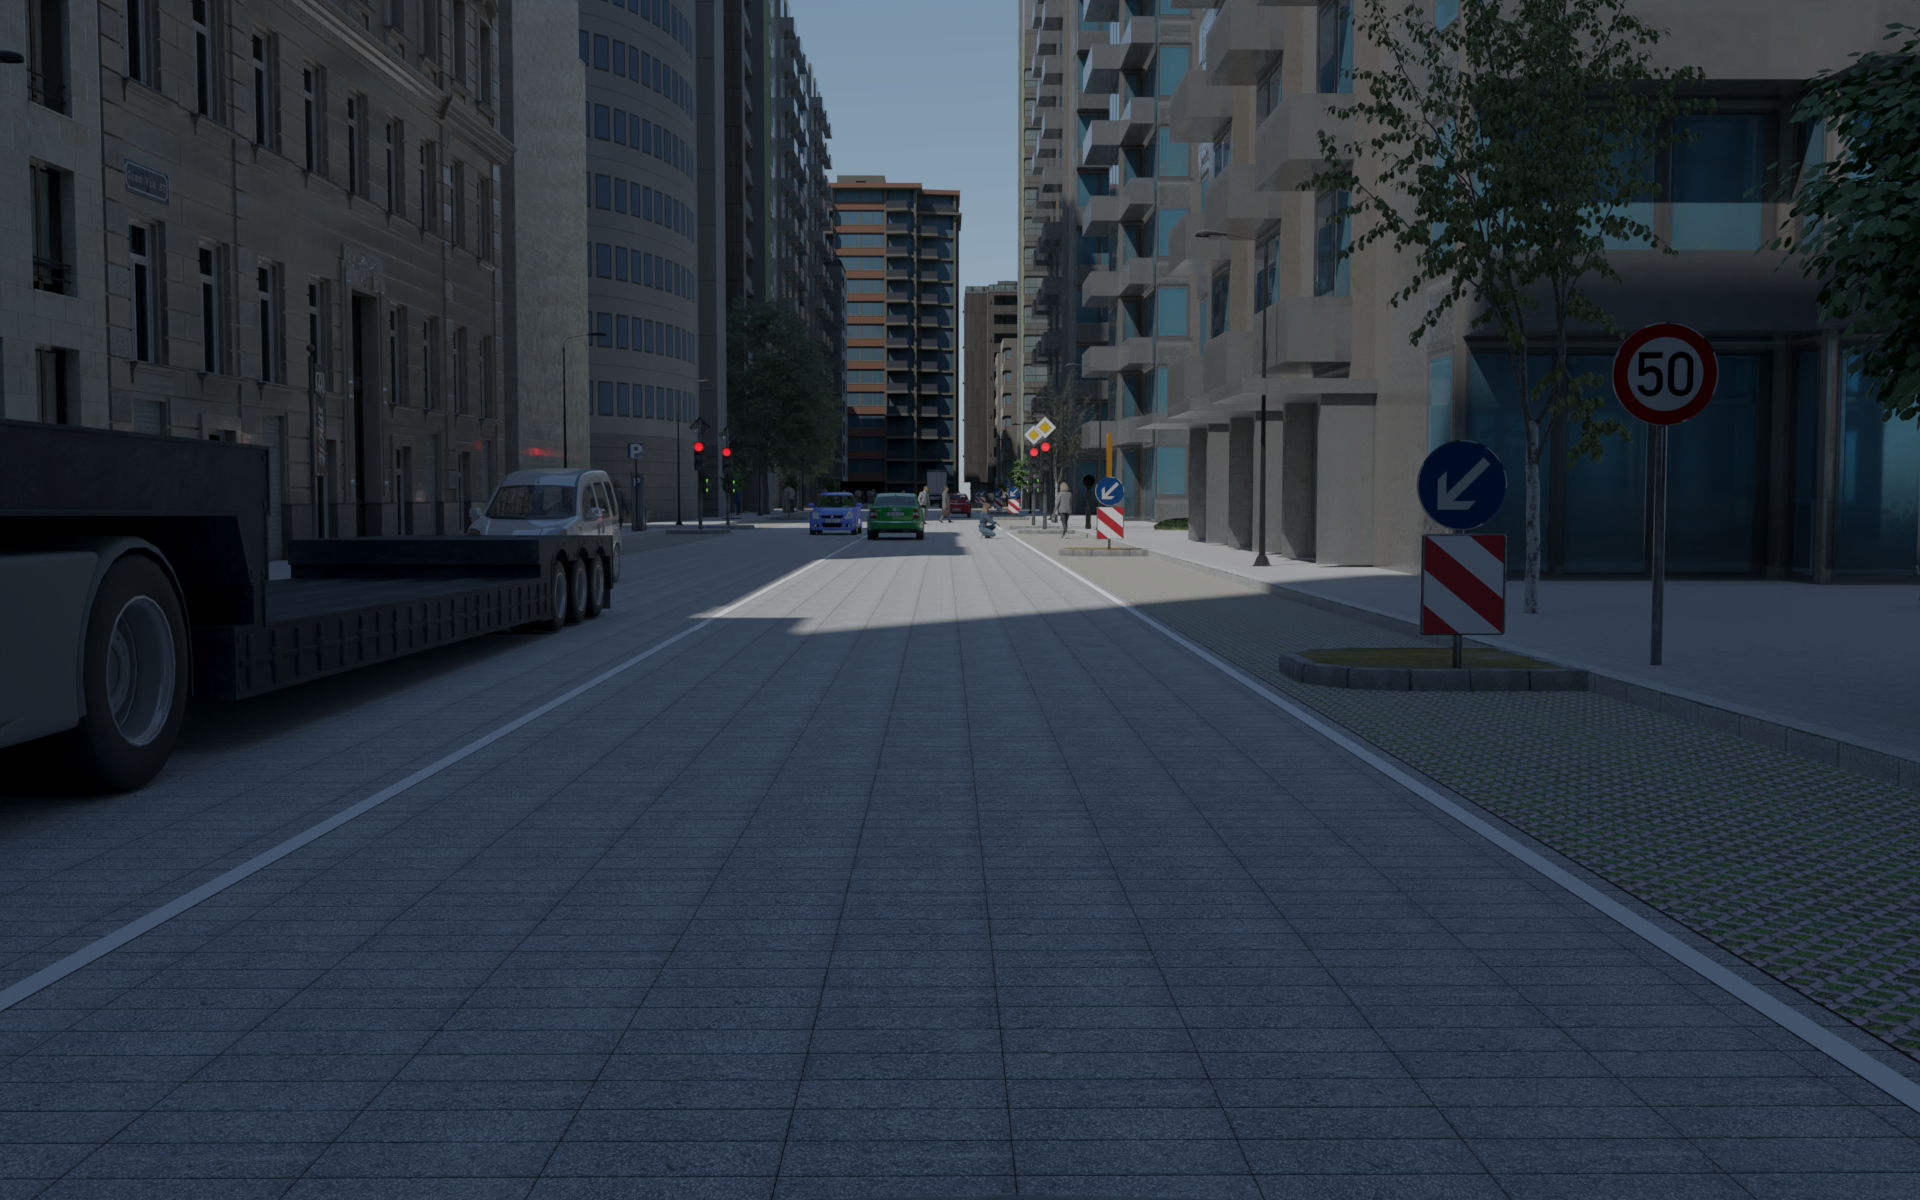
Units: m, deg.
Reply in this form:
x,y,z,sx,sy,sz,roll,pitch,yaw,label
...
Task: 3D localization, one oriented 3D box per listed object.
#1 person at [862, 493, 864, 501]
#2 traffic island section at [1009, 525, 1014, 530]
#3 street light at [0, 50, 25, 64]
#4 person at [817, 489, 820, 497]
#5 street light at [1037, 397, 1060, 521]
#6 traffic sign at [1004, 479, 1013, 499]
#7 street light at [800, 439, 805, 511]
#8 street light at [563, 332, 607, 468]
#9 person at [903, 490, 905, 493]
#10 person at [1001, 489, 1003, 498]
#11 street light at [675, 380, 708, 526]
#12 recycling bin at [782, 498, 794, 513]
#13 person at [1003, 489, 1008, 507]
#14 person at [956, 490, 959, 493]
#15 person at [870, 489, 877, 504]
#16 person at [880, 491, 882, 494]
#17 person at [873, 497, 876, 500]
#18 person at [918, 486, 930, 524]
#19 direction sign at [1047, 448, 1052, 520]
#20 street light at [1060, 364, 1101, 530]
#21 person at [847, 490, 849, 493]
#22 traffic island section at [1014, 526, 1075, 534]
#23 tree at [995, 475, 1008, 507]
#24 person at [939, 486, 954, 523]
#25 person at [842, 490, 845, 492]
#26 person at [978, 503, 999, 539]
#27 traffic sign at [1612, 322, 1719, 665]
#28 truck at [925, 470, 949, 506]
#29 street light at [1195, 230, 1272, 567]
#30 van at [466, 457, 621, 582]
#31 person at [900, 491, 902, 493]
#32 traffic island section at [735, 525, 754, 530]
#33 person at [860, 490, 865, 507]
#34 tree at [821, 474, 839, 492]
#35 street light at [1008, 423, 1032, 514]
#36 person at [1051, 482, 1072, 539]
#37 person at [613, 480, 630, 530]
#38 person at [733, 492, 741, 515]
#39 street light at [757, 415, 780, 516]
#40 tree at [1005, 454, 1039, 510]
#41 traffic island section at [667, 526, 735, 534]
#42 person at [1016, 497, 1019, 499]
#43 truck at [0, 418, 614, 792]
x,y,z,sx,sy,sz,roll,pitch,yaw,label
-12.861,-13.353,227.739,0.541,1.710,0.530,-1,4,-14,person
3.033,-2.976,70.936,2.009,0.180,2.903,0,4,-1,traffic island section
-10.492,-2.797,18.276,1.470,5.913,1.316,0,4,-1,street light
-12.980,-9.372,159.945,0.551,1.740,0.621,3,5,39,person
4.390,-6.751,82.916,1.470,5.913,1.316,0,4,-1,street light
4.056,-8.785,143.746,0.768,2.556,0.104,0,4,3,traffic sign
-11.516,-9.783,132.494,1.470,5.913,1.316,0,4,-1,street light
-10.809,-4.723,49.764,1.470,5.913,1.316,0,4,-1,street light
-4.997,-8.786,152.699,0.434,1.755,0.990,-2,4,-35,person
4.131,-10.068,170.637,0.705,1.826,1.348,0,4,1,person
-10.931,-5.996,70.572,1.470,5.913,1.316,0,4,-1,street light
-11.605,-6.399,117.170,0.722,1.027,0.722,0,4,3,recycling bin
4.310,-9.762,166.435,1.217,1.735,0.721,2,4,25,person
-0.295,-10.638,182.430,0.705,1.824,1.348,-2,4,-32,person
-6.536,-7.456,130.588,0.661,1.801,0.590,2,4,28,person
-7.929,-10.178,175.693,1.217,1.735,0.721,2,4,34,person
-6.104,-6.757,123.638,0.373,1.253,0.362,-1,4,-14,person
-1.680,-4.487,81.955,0.391,1.810,0.635,3,4,37,person
4.499,-5.727,85.632,0.379,3.537,0.876,1,4,8,direction sign
4.461,-5.458,61.781,1.470,5.913,1.316,0,4,-1,street light
-12.648,-11.616,196.792,0.721,1.723,1.217,2,4,32,person
3.104,-2.488,62.951,2.009,0.180,2.903,0,4,-1,traffic island section
4.581,-10.984,174.186,1.663,3.219,1.824,0,3,0,tree
-0.667,-4.731,85.961,0.767,1.812,0.694,0,4,4,person
-9.009,-7.820,136.638,0.573,1.790,0.520,2,4,31,person
0.951,-2.556,55.796,0.738,1.151,1.012,0,4,4,person
5.226,-0.784,12.923,0.768,2.556,0.104,0,4,4,traffic sign
-2.753,-13.329,206.846,2.839,4.237,11.283,0,4,-1,truck
4.833,-3.554,30.644,1.470,5.913,1.316,0,4,-1,street light
-6.401,-1.207,26.749,2.013,2.044,4.112,0,4,1,van
-5.750,-9.795,169.573,0.541,1.710,0.530,1,4,23,person
-9.508,-2.969,70.829,2.009,0.180,2.903,0,4,-1,traffic island section
-10.228,-10.554,181.067,0.705,1.822,1.348,1,4,19,person
-12.497,-10.706,169.648,1.663,3.219,1.824,0,3,0,tree
4.096,-8.637,113.762,1.470,5.913,1.316,0,4,-1,street light
3.273,-2.855,55.357,0.709,1.800,0.728,-1,4,-22,person
-8.401,-2.051,42.428,0.661,1.777,0.834,0,4,3,person
-13.373,-5.988,104.125,0.419,1.800,0.721,1,4,22,person
-11.232,-7.891,101.562,1.470,5.913,1.316,0,4,-1,street light
5.297,-9.522,139.406,4.285,4.588,4.351,0,3,0,tree
-9.437,-2.481,62.844,2.009,0.180,2.903,0,4,-1,traffic island section
4.886,-8.746,152.271,0.421,1.427,0.697,-3,5,-43,person
-5.192,-1.318,11.309,2.967,4.110,18.799,0,4,-1,truck
